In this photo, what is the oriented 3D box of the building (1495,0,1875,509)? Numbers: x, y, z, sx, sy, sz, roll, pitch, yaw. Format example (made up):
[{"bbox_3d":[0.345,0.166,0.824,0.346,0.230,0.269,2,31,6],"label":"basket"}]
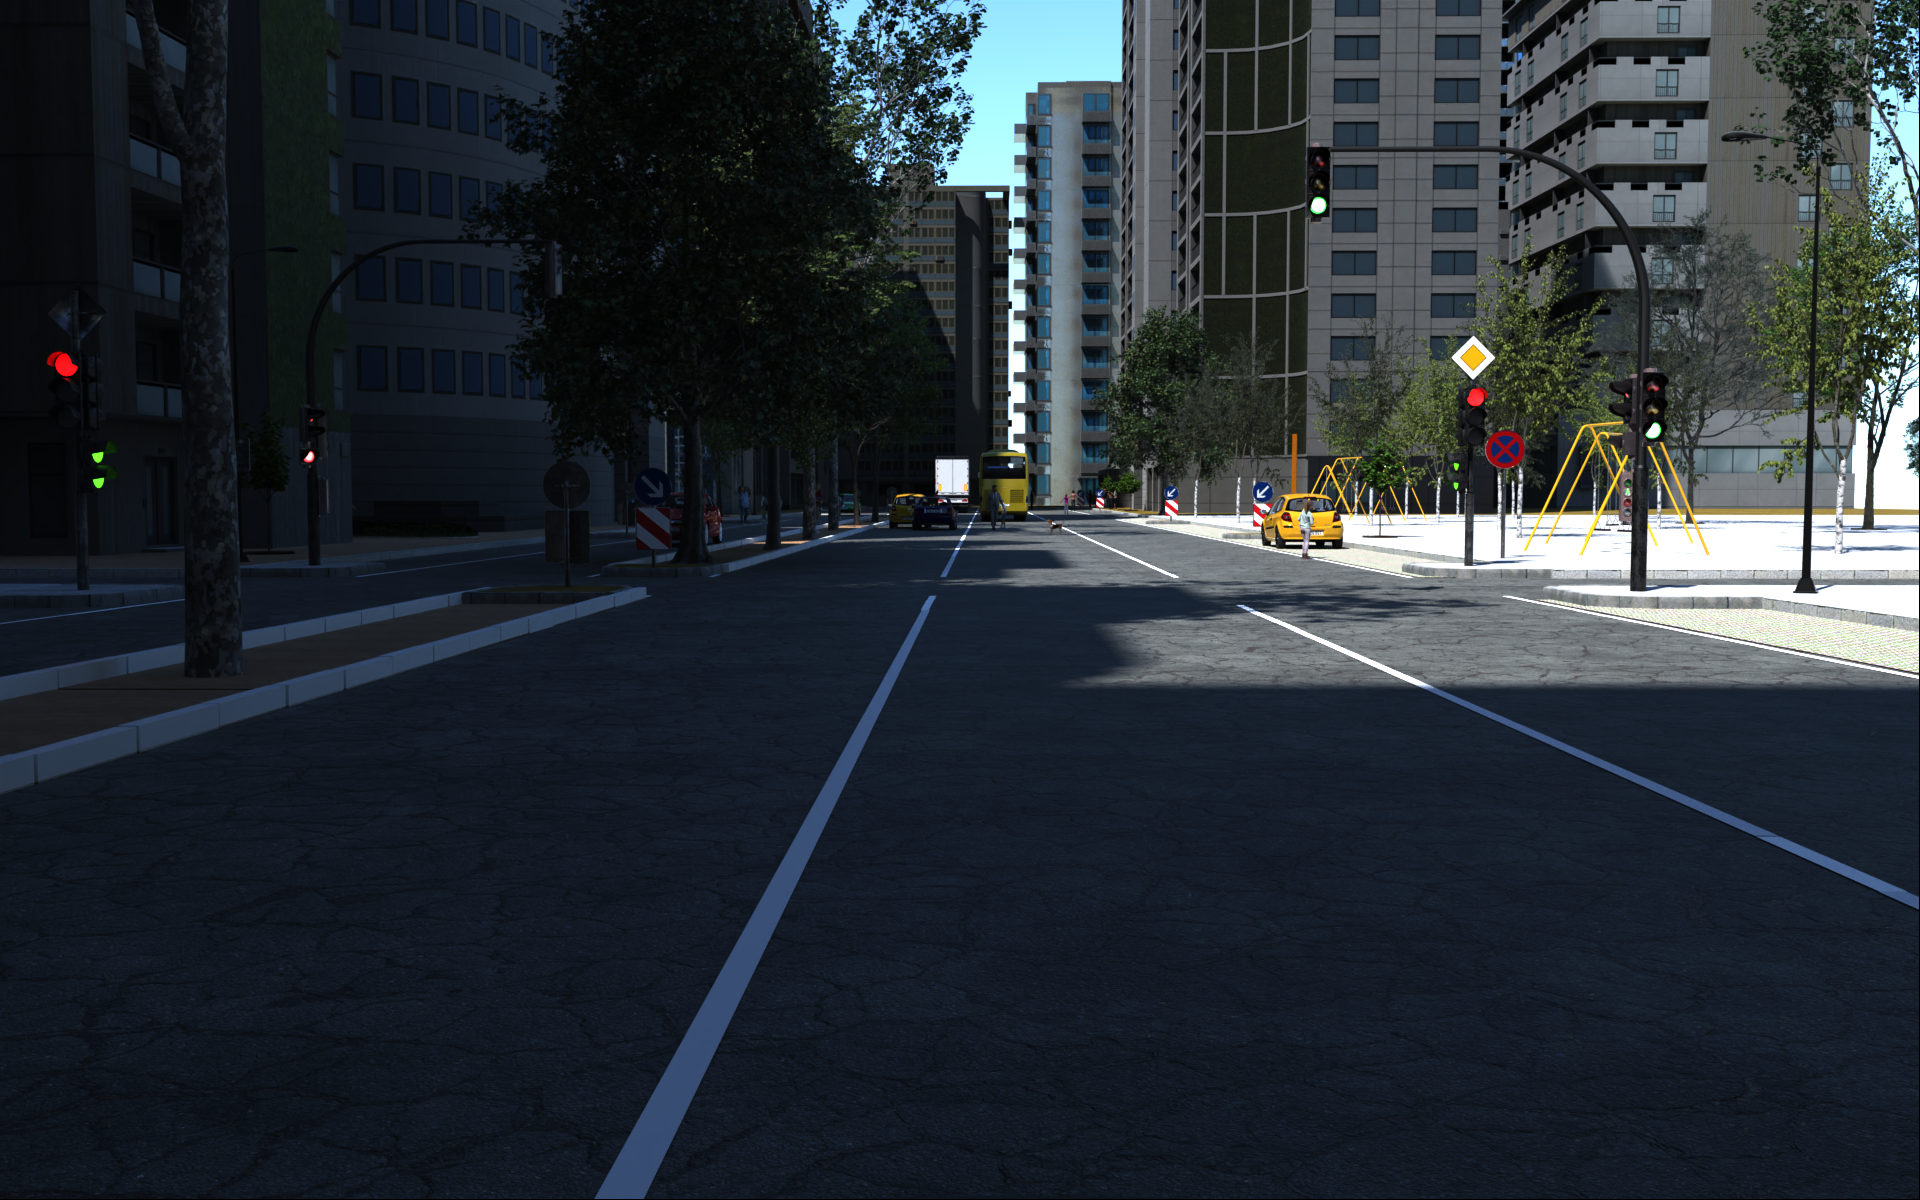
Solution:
[{"bbox_3d":[66.501,-35.189,164.576,27.495,52.752,28.713,0,4,1],"label":"building"}]

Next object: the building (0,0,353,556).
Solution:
[{"bbox_3d":[-23.189,-21.666,37.840,14.154,41.232,14.086,0,4,1],"label":"building"}]

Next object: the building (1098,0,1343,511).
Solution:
[{"bbox_3d":[24.529,-44.686,168.872,20.563,71.187,20.611,0,4,1],"label":"building"}]

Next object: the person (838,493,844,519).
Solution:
[{"bbox_3d":[-7.034,-5.477,100.639,0.503,1.515,0.523,1,4,17],"label":"person"}]

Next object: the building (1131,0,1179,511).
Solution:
[{"bbox_3d":[25.041,-36.874,144.882,21.231,58.520,28.212,0,4,1],"label":"building"}]

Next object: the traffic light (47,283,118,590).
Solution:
[{"bbox_3d":[-11.727,-2.089,23.083,0.839,4.253,0.868,0,4,1],"label":"traffic light"}]

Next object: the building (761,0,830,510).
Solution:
[{"bbox_3d":[-24.169,-33.461,170.786,21.600,48.544,21.300,0,4,1],"label":"building"}]

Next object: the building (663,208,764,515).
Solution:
[{"bbox_3d":[-25.042,-49.387,120.153,22.319,86.520,31.000,0,4,1],"label":"building"}]

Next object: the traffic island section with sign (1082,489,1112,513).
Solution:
[{"bbox_3d":[10.647,-7.639,133.522,1.989,1.847,2.006,0,4,1],"label":"traffic island section with sign"}]

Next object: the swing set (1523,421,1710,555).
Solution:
[{"bbox_3d":[14.229,-2.456,37.773,2.862,2.851,3.119,0,4,-5],"label":"swing set"}]

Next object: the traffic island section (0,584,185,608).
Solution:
[{"bbox_3d":[-11.767,-0.057,23.218,2.009,0.180,2.903,0,4,1],"label":"traffic island section"}]

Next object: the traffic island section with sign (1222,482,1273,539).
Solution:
[{"bbox_3d":[9.468,-2.866,55.482,1.989,1.847,2.006,0,4,1],"label":"traffic island section with sign"}]

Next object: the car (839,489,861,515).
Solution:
[{"bbox_3d":[-7.681,-6.606,116.799,1.959,1.807,4.718,0,4,1],"label":"car"}]

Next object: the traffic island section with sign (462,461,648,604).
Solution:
[{"bbox_3d":[-5.447,-0.931,23.357,2.006,1.907,1.989,0,4,1],"label":"traffic island section with sign"}]

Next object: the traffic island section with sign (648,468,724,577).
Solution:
[{"bbox_3d":[-5.326,-1.384,30.763,2.006,1.907,1.989,0,4,1],"label":"traffic island section with sign"}]

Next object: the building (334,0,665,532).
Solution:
[{"bbox_3d":[-24.918,-32.178,68.111,21.231,58.520,28.212,0,4,1],"label":"building"}]

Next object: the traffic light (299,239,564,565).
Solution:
[{"bbox_3d":[-9.514,-3.450,31.071,4.771,5.953,1.251,0,4,1],"label":"traffic light"}]

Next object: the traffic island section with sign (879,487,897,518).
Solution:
[{"bbox_3d":[-4.205,-5.979,105.893,2.006,1.907,1.989,0,4,1],"label":"traffic island section with sign"}]

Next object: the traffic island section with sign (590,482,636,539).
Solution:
[{"bbox_3d":[-10.940,-2.934,56.603,1.989,1.847,2.006,0,4,1],"label":"traffic island section with sign"}]

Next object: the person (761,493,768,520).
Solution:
[{"bbox_3d":[-10.417,-4.937,91.818,0.523,1.515,0.503,-2,4,-24],"label":"person"}]

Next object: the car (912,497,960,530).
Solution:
[{"bbox_3d":[-0.994,-3.489,69.627,1.945,1.354,3.894,0,4,2],"label":"car"}]

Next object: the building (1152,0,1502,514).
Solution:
[{"bbox_3d":[24.248,-41.678,119.695,20.563,71.187,20.611,0,4,1],"label":"building"}]

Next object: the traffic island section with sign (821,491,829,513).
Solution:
[{"bbox_3d":[-9.793,-7.604,132.945,1.989,1.847,2.006,0,4,1],"label":"traffic island section with sign"}]

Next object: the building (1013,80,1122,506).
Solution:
[{"bbox_3d":[21.426,-35.545,200.773,30.456,49.044,23.786,0,4,1],"label":"building"}]

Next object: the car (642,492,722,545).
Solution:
[{"bbox_3d":[-7.809,-2.427,48.721,2.155,1.783,4.494,0,4,0],"label":"car"}]

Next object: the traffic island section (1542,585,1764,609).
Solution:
[{"bbox_3d":[8.972,-0.038,22.902,2.009,0.180,2.903,0,4,1],"label":"traffic island section"}]

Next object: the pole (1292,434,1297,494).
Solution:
[{"bbox_3d":[11.358,-3.976,58.858,0.158,3.312,0.155,0,3,0],"label":"pole"}]

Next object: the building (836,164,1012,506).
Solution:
[{"bbox_3d":[-5.825,-31.473,206.465,23.993,40.220,32.217,0,4,1],"label":"building"}]

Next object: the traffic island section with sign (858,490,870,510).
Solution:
[{"bbox_3d":[-9.376,-9.252,159.897,1.989,1.847,2.006,0,4,1],"label":"traffic island section with sign"}]

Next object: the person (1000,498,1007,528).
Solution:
[{"bbox_3d":[1.796,-3.632,72.570,0.352,1.250,0.332,2,4,34],"label":"person"}]

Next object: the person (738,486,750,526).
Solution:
[{"bbox_3d":[-9.652,-4.192,77.301,0.793,1.790,0.793,1,4,10],"label":"person"}]

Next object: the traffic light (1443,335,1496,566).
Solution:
[{"bbox_3d":[9.053,-2.560,30.773,0.839,4.253,0.868,0,4,1],"label":"traffic light"}]

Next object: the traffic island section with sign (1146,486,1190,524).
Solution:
[{"bbox_3d":[9.871,-4.514,82.434,1.989,1.847,2.006,0,4,1],"label":"traffic island section with sign"}]

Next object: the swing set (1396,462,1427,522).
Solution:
[{"bbox_3d":[20.326,-5.187,82.425,2.862,2.851,3.119,2,4,34],"label":"swing set"}]

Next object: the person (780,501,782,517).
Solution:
[{"bbox_3d":[-11.018,-5.684,106.123,0.332,1.250,0.352,0,4,-4],"label":"person"}]

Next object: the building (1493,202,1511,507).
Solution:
[{"bbox_3d":[45.818,-24.560,173.262,14.107,30.474,14.160,0,4,1],"label":"building"}]

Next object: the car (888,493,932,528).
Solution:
[{"bbox_3d":[-2.088,-3.888,73.799,2.015,1.641,3.980,0,4,1],"label":"car"}]

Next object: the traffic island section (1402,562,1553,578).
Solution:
[{"bbox_3d":[9.093,-0.526,30.886,2.009,0.180,2.903,0,4,1],"label":"traffic island section"}]

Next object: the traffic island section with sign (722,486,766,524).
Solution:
[{"bbox_3d":[-10.522,-4.643,84.534,1.989,1.847,2.006,0,4,1],"label":"traffic island section with sign"}]

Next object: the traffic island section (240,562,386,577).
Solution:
[{"bbox_3d":[-11.646,-0.546,31.202,2.009,0.180,2.903,0,4,1],"label":"traffic island section"}]

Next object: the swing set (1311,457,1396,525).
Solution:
[{"bbox_3d":[16.623,-4.681,74.154,2.862,2.851,3.119,0,4,-6],"label":"swing set"}]

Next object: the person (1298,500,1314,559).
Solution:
[{"bbox_3d":[7.642,-1.553,38.175,0.425,1.301,0.394,3,5,42],"label":"person"}]

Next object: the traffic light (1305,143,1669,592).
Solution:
[{"bbox_3d":[6.840,-2.936,22.679,4.771,5.953,1.251,0,4,1],"label":"traffic light"}]

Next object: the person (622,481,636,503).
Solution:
[{"bbox_3d":[-13.817,-4.059,72.433,0.620,1.820,0.660,2,4,33],"label":"person"}]

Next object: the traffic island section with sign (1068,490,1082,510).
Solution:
[{"bbox_3d":[11.058,-9.308,160.820,1.989,1.847,2.006,0,4,1],"label":"traffic island section with sign"}]

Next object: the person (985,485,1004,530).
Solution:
[{"bbox_3d":[1.376,-3.706,69.367,0.678,1.792,0.850,-1,4,-13],"label":"person"}]

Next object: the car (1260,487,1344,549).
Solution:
[{"bbox_3d":[9.121,-2.211,46.381,2.015,1.641,3.980,0,4,2],"label":"car"}]

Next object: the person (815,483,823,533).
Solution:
[{"bbox_3d":[-5.303,-3.393,63.952,0.573,1.828,0.580,-3,5,-40],"label":"person"}]

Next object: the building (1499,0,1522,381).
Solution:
[{"bbox_3d":[52.141,-54.183,198.569,31.000,86.520,22.319,0,4,1],"label":"building"}]
